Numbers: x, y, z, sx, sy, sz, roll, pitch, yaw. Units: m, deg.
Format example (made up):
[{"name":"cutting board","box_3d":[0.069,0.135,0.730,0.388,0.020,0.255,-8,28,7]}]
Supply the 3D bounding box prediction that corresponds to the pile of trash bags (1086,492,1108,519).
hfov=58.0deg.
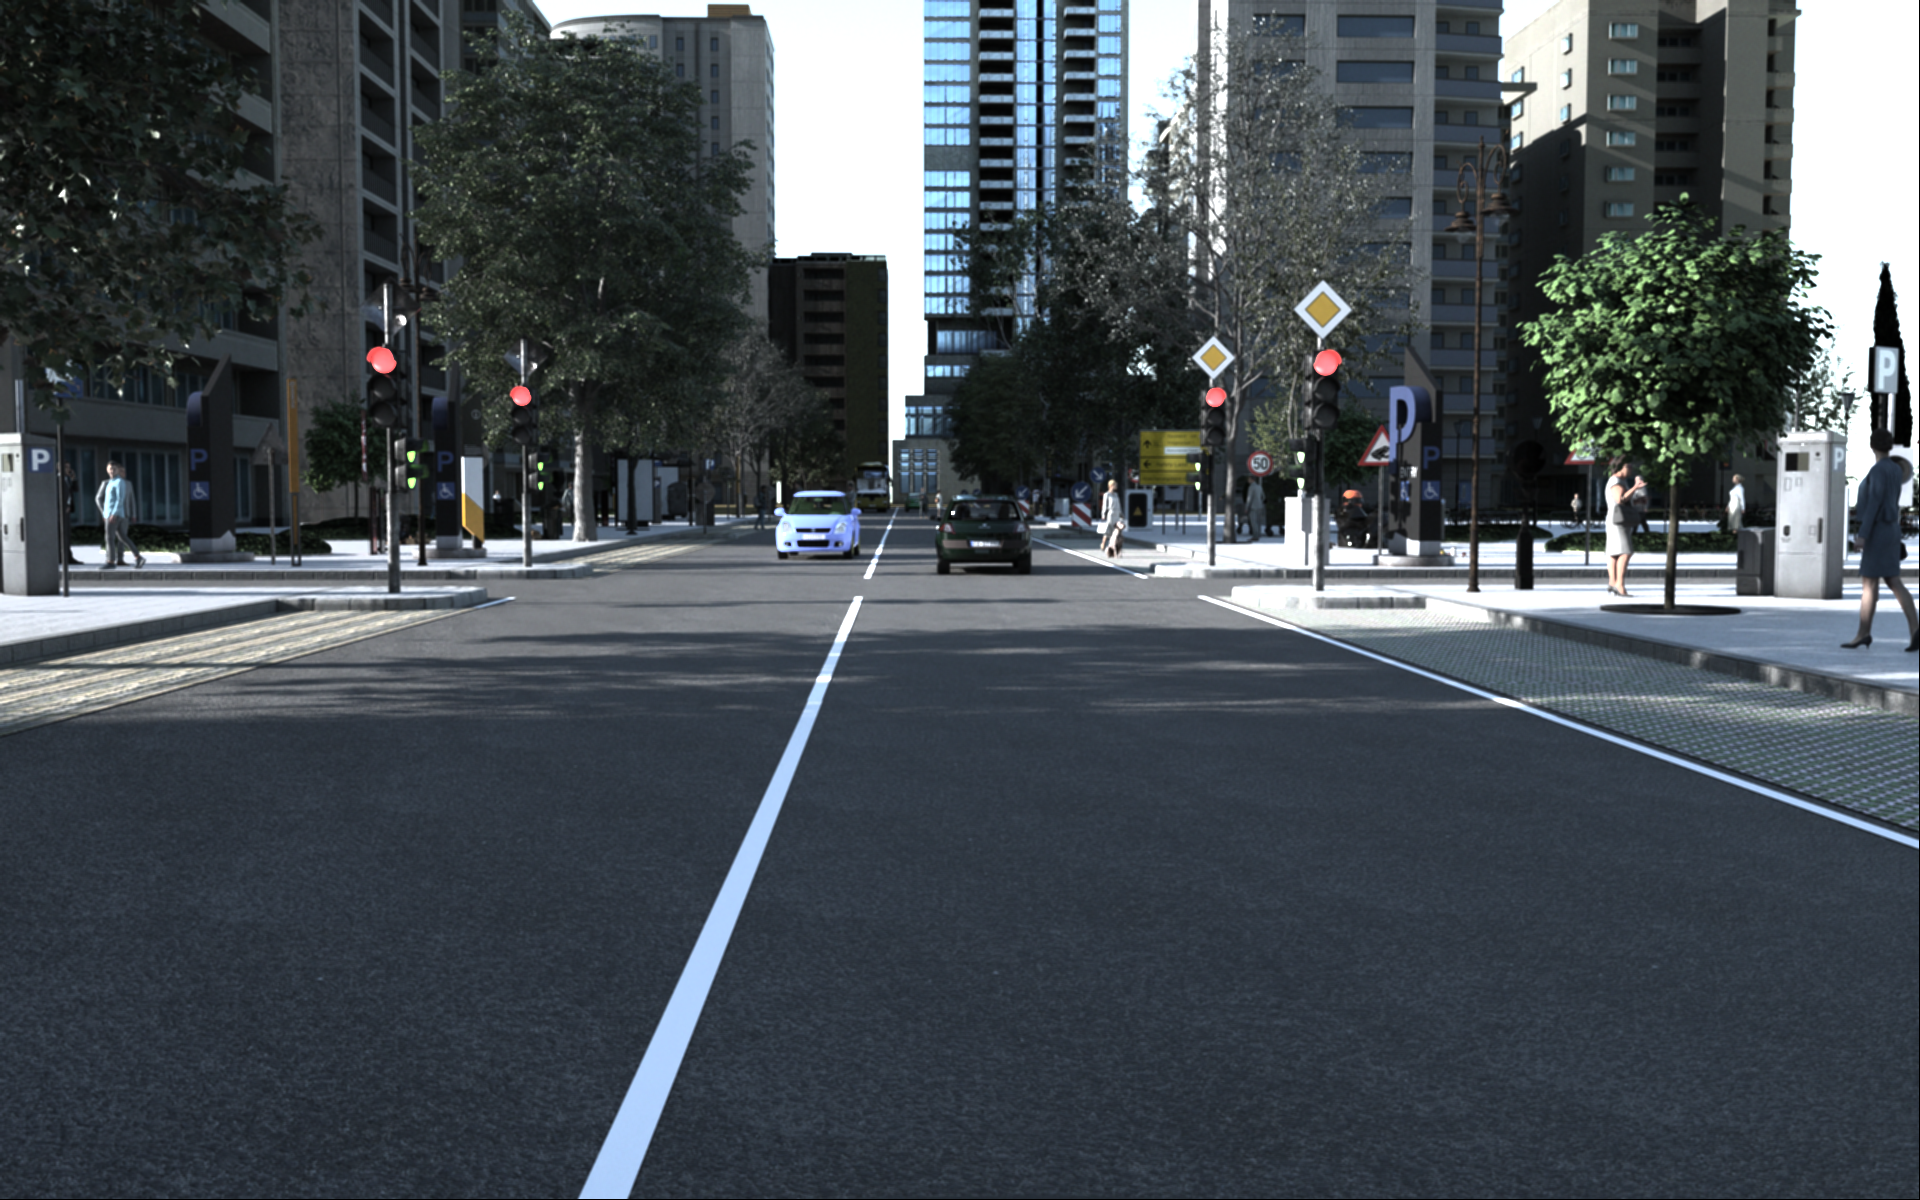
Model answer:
[{"name":"pile of trash bags","box_3d":[8.276,-5.541,100.351,1.912,1.369,3.447,1,4,22]}]

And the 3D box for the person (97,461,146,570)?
[{"name":"person","box_3d":[-14.267,-1.438,29.416,0.748,1.841,0.638,-1,4,-22]}]

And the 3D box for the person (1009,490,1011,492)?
[{"name":"person","box_3d":[4.559,-9.126,156.718,0.415,1.643,0.593,0,4,0]}]

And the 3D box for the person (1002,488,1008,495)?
[{"name":"person","box_3d":[4.337,-9.473,160.887,1.348,1.831,0.705,3,5,40]}]

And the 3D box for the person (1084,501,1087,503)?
[{"name":"person","box_3d":[11.558,-9.431,160.971,0.721,1.736,1.217,-2,4,-29]}]

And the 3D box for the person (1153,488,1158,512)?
[{"name":"person","box_3d":[13.805,-7.117,123.196,0.721,1.735,1.217,0,4,-6]}]

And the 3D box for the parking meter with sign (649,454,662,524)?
[{"name":"parking meter with sign","box_3d":[-13.043,-4.773,74.297,0.543,3.016,1.738,-1,4,-9]}]

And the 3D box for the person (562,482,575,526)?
[{"name":"person","box_3d":[-15.868,-3.911,70.465,0.782,1.767,0.515,-3,4,-37]}]

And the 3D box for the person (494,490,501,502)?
[{"name":"person","box_3d":[-26.459,-5.546,99.323,0.523,1.515,0.503,2,4,26]}]

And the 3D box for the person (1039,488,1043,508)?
[{"name":"person","box_3d":[7.388,-9.412,159.795,0.709,1.838,0.599,3,4,36]}]

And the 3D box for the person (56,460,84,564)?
[{"name":"person","box_3d":[-16.385,-1.613,31.784,0.474,1.900,0.648,-2,4,-30]}]

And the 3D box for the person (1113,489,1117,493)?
[{"name":"person","box_3d":[10.003,-6.409,110.859,1.348,1.821,0.705,-3,5,-41]}]

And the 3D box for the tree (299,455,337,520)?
[{"name":"tree","box_3d":[-26.695,-4.776,72.694,1.663,3.219,1.824,0,3,0]}]

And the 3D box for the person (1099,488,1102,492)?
[{"name":"person","box_3d":[11.539,-8.204,140.692,0.721,1.766,1.217,0,4,-3]}]

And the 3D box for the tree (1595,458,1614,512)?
[{"name":"tree","box_3d":[34.463,-8.715,92.860,4.737,8.622,4.395,0,3,0]}]

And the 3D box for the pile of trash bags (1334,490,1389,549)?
[{"name":"pile of trash bags","box_3d":[9.979,-1.968,41.934,1.912,1.369,3.447,0,4,-8]}]

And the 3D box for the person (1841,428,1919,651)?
[{"name":"person","box_3d":[7.582,-0.497,14.191,0.581,1.822,0.654,-2,4,-23]}]

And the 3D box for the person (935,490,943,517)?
[{"name":"person","box_3d":[-1.222,-5.720,103.020,0.522,1.701,0.512,-3,4,-36]}]

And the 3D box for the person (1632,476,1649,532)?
[{"name":"person","box_3d":[18.247,-2.460,46.662,0.834,1.777,0.661,0,4,-3]}]

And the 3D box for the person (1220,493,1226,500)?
[{"name":"person","box_3d":[16.861,-6.222,107.865,1.348,1.812,0.705,1,4,22]}]

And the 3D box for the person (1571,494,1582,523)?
[{"name":"person","box_3d":[26.930,-3.994,75.612,0.475,1.303,0.640,-1,4,-21]}]

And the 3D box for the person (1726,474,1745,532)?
[{"name":"person","box_3d":[20.588,-2.416,45.776,0.641,1.798,0.478,1,4,16]}]

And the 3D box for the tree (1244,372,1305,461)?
[{"name":"tree","box_3d":[18.879,-9.265,101.841,4.737,8.622,4.395,0,3,0]}]

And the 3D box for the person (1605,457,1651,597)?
[{"name":"person","box_3d":[8.329,-0.931,21.620,0.532,1.782,0.716,2,4,23]}]

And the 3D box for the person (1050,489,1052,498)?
[{"name":"person","box_3d":[7.433,-8.386,143.830,0.721,1.739,1.217,-1,4,-16]}]

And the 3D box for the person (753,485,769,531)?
[{"name":"person","box_3d":[-7.718,-3.585,67.457,0.721,1.781,0.623,-1,4,-22]}]

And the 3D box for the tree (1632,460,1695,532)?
[{"name":"tree","box_3d":[19.837,-3.326,48.979,1.663,3.219,1.824,0,3,0]}]

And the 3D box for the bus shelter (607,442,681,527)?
[{"name":"bus shelter","box_3d":[-12.693,-4.624,69.523,2.014,3.302,5.546,0,4,-2]}]

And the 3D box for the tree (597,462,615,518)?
[{"name":"tree","box_3d":[-18.173,-5.914,91.302,1.663,3.219,1.824,0,3,0]}]

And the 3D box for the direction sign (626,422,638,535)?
[{"name":"direction sign","box_3d":[-10.364,-3.828,54.577,0.379,3.537,0.876,-1,4,-16]}]

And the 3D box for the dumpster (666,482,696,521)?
[{"name":"dumpster","box_3d":[-13.414,-4.742,83.290,1.264,1.857,1.865,0,4,-2]}]

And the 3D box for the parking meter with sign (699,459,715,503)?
[{"name":"parking meter with sign","box_3d":[-12.743,-5.533,86.732,0.543,3.016,1.738,-1,4,-23]}]

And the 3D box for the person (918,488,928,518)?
[{"name":"person","box_3d":[-2.119,-5.680,101.542,0.661,1.801,0.590,-2,4,-28]}]

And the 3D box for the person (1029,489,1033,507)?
[{"name":"person","box_3d":[6.992,-9.771,166.515,1.217,1.736,0.721,-1,4,-13]}]

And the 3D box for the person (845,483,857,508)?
[{"name":"person","box_3d":[-3.675,-2.970,57.236,0.511,1.800,0.466,1,4,20]}]

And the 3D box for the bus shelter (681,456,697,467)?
[{"name":"bus shelter","box_3d":[-14.667,-5.743,87.828,2.014,3.302,5.546,0,4,-2]}]

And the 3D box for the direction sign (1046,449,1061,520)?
[{"name":"direction sign","box_3d":[4.684,-5.817,87.100,0.876,3.537,0.379,-2,4,-28]}]

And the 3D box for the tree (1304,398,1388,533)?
[{"name":"tree","box_3d":[12.862,-4.525,57.693,4.285,4.588,4.351,0,3,0]}]

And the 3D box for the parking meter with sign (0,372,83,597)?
[{"name":"parking meter with sign","box_3d":[-11.827,-1.575,22.008,1.738,3.016,0.543,3,4,36]}]

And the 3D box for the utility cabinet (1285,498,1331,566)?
[{"name":"utility cabinet","box_3d":[6.270,-1.228,31.244,0.306,1.237,1.020,-1,4,-23]}]

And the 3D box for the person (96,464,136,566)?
[{"name":"person","box_3d":[-15.008,-1.511,30.846,0.391,1.810,0.635,2,4,32]}]

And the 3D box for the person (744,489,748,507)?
[{"name":"person","box_3d":[-20.624,-9.782,166.710,0.721,1.736,1.217,0,4,6]}]

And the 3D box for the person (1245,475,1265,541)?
[{"name":"person","box_3d":[8.033,-2.517,47.292,0.391,1.810,0.635,3,4,36]}]

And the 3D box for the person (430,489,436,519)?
[{"name":"person","box_3d":[-20.481,-3.760,67.866,0.623,1.781,0.721,2,4,25]}]

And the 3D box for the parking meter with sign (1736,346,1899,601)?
[{"name":"parking meter with sign","box_3d":[10.462,-1.530,21.277,0.543,3.016,1.738,-2,4,-35]}]

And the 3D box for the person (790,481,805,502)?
[{"name":"person","box_3d":[-5.097,-2.799,54.075,0.447,1.846,0.655,1,4,15]}]

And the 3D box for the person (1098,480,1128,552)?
[{"name":"person","box_3d":[3.760,-2.072,42.727,0.694,1.780,0.624,-2,4,-29]}]

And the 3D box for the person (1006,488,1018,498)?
[{"name":"person","box_3d":[4.281,-8.469,144.653,1.348,1.807,0.705,2,4,24]}]

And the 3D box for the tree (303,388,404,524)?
[{"name":"tree","box_3d":[-18.825,-4.290,53.850,4.285,4.588,4.351,0,3,0]}]

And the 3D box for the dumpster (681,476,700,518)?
[{"name":"dumpster","box_3d":[-14.429,-5.569,93.545,1.502,2.255,1.985,0,4,-2]}]
